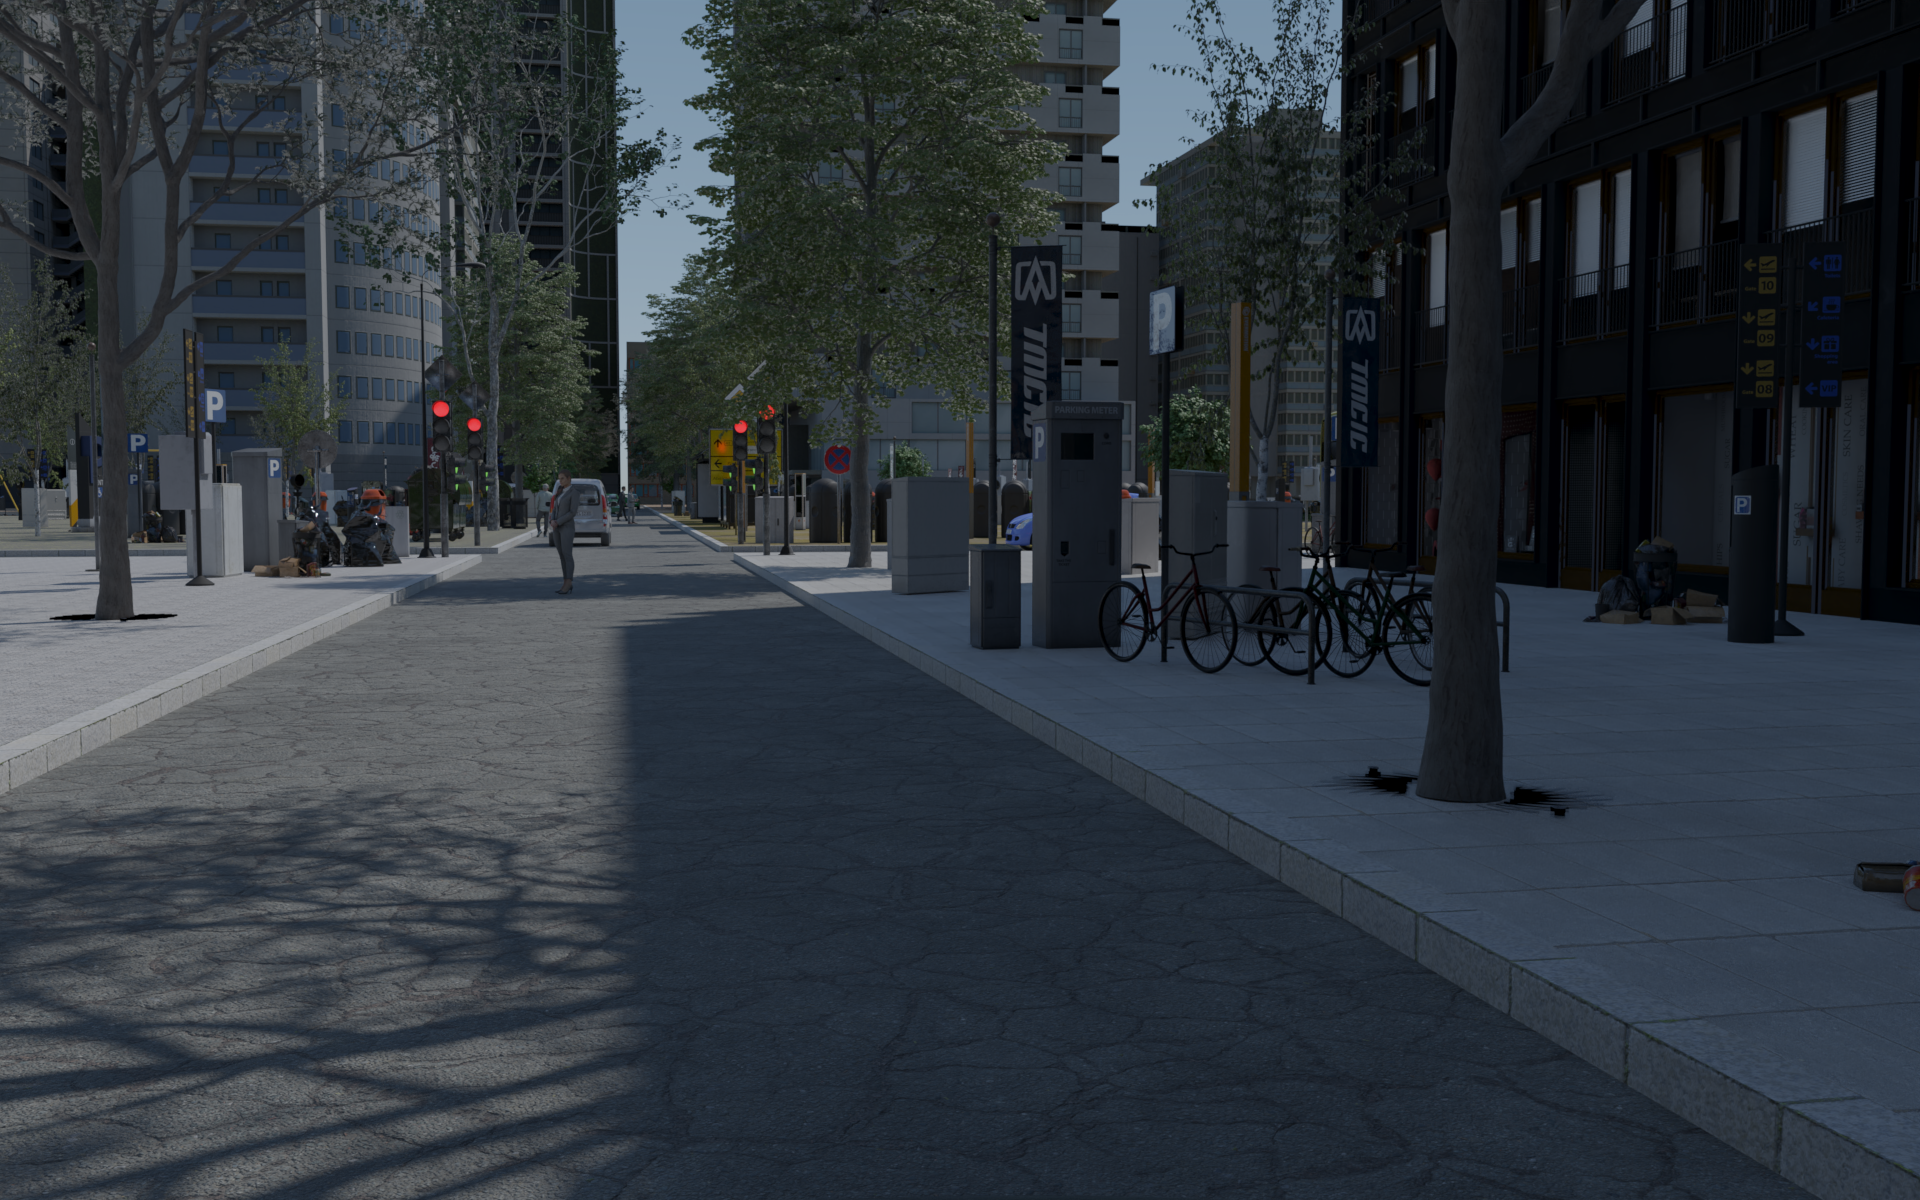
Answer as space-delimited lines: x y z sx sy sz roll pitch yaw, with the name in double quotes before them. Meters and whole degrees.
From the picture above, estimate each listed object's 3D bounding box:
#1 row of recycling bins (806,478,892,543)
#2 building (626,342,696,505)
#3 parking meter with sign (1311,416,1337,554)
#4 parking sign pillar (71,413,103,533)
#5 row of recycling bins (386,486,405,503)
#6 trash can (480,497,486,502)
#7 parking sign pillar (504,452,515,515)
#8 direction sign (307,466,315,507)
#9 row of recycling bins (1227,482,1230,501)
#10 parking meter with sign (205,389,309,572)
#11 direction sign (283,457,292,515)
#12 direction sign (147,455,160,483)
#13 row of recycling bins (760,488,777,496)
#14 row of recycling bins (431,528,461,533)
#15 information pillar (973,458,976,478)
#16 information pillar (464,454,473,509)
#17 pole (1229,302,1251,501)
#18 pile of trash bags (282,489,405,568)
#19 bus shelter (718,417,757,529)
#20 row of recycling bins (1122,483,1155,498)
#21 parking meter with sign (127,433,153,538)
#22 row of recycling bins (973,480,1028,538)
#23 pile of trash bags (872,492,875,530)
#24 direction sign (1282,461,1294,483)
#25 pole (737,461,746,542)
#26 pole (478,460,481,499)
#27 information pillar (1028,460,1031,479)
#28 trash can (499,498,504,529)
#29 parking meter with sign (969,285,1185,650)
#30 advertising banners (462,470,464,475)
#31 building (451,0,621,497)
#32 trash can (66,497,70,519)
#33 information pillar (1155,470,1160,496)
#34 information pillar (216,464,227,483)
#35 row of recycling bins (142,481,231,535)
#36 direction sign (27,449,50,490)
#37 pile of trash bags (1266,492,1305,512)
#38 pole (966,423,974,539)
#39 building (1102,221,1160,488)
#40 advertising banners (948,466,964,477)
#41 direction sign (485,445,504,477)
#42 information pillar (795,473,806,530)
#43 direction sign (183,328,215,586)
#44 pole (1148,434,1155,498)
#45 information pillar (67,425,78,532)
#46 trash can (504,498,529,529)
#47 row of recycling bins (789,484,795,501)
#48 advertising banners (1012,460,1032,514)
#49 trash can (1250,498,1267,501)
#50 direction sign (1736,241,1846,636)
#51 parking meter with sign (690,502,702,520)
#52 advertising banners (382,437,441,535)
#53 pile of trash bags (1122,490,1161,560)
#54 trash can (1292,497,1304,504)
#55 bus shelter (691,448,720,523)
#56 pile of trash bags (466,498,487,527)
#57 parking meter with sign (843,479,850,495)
"row of recycling bins" -2.287 -2.391 46.207 3.534 1.692 1.069 -2 4 -24
"building" -28.185 -23.132 223.251 28.899 21.520 27.650 -1 4 -11
"parking meter with sign" 8.180 -2.554 38.016 0.543 3.016 1.738 2 4 28
"parking sign pillar" -29.085 -4.259 58.112 1.447 3.967 1.447 0 4 3
"row of recycling bins" -29.240 -5.054 89.740 1.069 1.692 3.534 -1 4 -19
"trash can" -21.652 -4.101 78.712 0.748 1.137 0.748 0 3 0
"parking sign pillar" -28.089 -7.232 106.718 1.447 3.967 1.447 -1 4 -18
"direction sign" -31.424 -5.631 84.070 0.379 3.537 0.876 1 4 10
"row of recycling bins" 8.980 -3.400 62.698 1.069 1.692 3.534 -2 4 -25
"parking meter with sign" -11.629 -1.981 28.651 1.738 3.016 0.543 1 4 15
"direction sign" -40.968 -6.946 105.557 0.379 3.537 0.876 1 4 8
"direction sign" -47.106 -6.695 101.453 0.876 3.537 0.379 0 4 -4
"row of recycling bins" -10.888 -6.133 107.383 3.534 1.692 1.069 1 4 19
"row of recycling bins" -17.245 -3.119 58.111 1.069 1.692 3.534 -1 4 -18
"information pillar" 0.835 -7.333 111.250 0.183 3.616 0.504 3 5 44
"information pillar" -26.189 -6.177 92.341 0.504 3.616 0.183 1 4 19
"pole" 3.000 -1.513 18.574 0.158 3.312 0.155 0 3 0
"pile of trash bags" -11.169 -1.345 31.741 1.912 1.369 3.447 0 4 -3
"bus shelter" -8.455 -5.480 67.228 2.179 5.291 8.768 -1 4 -11
"row of recycling bins" 5.852 -3.440 63.351 1.069 1.692 3.534 -1 4 -22
"parking meter with sign" -24.170 -3.324 50.609 0.543 3.016 1.738 -3 4 -36
"row of recycling bins" 1.194 -2.692 51.123 3.534 1.692 1.069 0 4 4
"pile of trash bags" -2.539 -3.243 62.778 1.912 1.369 3.447 -3 4 -37
"direction sign" 22.517 -7.766 118.977 0.876 3.537 0.379 -1 4 -12
"pole" -5.843 -3.207 46.277 0.158 3.312 0.155 0 3 0
"pole" -26.388 -6.183 94.929 0.158 3.312 0.155 0 3 0
"information pillar" 4.459 -7.344 111.435 0.183 3.616 0.504 -1 4 -15
"trash can" -16.820 -3.226 64.403 0.748 1.137 0.748 0 3 0
"parking meter with sign" 0.963 -1.118 14.543 1.738 3.016 0.543 -1 4 -17
"advertising banners" -32.782 -7.123 112.652 2.074 3.025 0.090 3 5 42
"building" -52.743 -47.428 213.700 20.611 71.187 20.563 -1 4 -11
"trash can" -46.635 -4.802 90.169 0.748 1.137 0.748 0 3 0
"information pillar" 12.961 -7.488 113.788 0.183 3.616 0.504 2 4 34
"information pillar" -18.340 -2.349 42.893 0.304 2.012 0.304 0 4 -5
"row of recycling bins" -24.643 -2.889 54.352 1.069 1.692 3.534 1 4 19
"direction sign" -46.224 -5.800 86.825 0.876 3.537 0.379 -2 4 -29
"pile of trash bags" 16.647 -4.623 85.344 3.447 1.369 1.912 0 3 0
"pole" 0.280 -3.402 49.458 0.158 3.312 0.155 0 3 0
"building" 12.740 -25.396 186.925 14.107 30.474 14.160 -1 4 -11
"advertising banners" -0.496 -6.797 107.314 2.074 3.025 0.090 3 5 42
"direction sign" -21.614 -5.414 80.520 0.876 3.537 0.379 0 4 6
"information pillar" -5.660 -3.481 61.412 0.304 2.012 0.304 1 4 14
"direction sign" -10.661 -1.969 24.189 0.379 3.537 0.876 -1 4 -9
"pole" 5.965 -3.681 54.033 0.158 3.312 0.155 0 3 0
"information pillar" -30.243 -4.147 59.150 0.183 3.616 0.504 1 4 18
"trash can" -16.117 -3.162 63.345 0.748 1.137 0.748 0 3 0
"row of recycling bins" -5.528 -3.889 70.692 3.534 1.692 1.069 2 4 28
"advertising banners" 2.194 -3.961 60.952 0.090 3.025 2.074 2 4 24
"trash can" 9.847 -2.817 57.715 0.748 1.137 0.748 0 3 0
"direction sign" 7.492 -1.449 15.685 0.876 3.537 0.379 1 4 12
"parking meter with sign" -12.901 -5.571 87.353 1.738 3.016 0.543 2 4 35
"advertising banners" -16.978 -3.511 53.601 2.074 3.025 0.090 0 4 2
"pile of trash bags" 3.240 -1.536 34.872 1.912 1.369 3.447 0 4 4
"trash can" 19.036 -5.252 97.529 0.748 1.137 0.748 0 3 0
"bus shelter" -10.465 -4.937 74.649 2.014 3.302 5.546 -1 4 -11
"pile of trash bags" -19.984 -3.591 68.472 3.447 1.369 1.912 1 4 21
"parking meter with sign" -5.563 -5.530 86.676 0.543 3.016 1.738 -1 4 -16
